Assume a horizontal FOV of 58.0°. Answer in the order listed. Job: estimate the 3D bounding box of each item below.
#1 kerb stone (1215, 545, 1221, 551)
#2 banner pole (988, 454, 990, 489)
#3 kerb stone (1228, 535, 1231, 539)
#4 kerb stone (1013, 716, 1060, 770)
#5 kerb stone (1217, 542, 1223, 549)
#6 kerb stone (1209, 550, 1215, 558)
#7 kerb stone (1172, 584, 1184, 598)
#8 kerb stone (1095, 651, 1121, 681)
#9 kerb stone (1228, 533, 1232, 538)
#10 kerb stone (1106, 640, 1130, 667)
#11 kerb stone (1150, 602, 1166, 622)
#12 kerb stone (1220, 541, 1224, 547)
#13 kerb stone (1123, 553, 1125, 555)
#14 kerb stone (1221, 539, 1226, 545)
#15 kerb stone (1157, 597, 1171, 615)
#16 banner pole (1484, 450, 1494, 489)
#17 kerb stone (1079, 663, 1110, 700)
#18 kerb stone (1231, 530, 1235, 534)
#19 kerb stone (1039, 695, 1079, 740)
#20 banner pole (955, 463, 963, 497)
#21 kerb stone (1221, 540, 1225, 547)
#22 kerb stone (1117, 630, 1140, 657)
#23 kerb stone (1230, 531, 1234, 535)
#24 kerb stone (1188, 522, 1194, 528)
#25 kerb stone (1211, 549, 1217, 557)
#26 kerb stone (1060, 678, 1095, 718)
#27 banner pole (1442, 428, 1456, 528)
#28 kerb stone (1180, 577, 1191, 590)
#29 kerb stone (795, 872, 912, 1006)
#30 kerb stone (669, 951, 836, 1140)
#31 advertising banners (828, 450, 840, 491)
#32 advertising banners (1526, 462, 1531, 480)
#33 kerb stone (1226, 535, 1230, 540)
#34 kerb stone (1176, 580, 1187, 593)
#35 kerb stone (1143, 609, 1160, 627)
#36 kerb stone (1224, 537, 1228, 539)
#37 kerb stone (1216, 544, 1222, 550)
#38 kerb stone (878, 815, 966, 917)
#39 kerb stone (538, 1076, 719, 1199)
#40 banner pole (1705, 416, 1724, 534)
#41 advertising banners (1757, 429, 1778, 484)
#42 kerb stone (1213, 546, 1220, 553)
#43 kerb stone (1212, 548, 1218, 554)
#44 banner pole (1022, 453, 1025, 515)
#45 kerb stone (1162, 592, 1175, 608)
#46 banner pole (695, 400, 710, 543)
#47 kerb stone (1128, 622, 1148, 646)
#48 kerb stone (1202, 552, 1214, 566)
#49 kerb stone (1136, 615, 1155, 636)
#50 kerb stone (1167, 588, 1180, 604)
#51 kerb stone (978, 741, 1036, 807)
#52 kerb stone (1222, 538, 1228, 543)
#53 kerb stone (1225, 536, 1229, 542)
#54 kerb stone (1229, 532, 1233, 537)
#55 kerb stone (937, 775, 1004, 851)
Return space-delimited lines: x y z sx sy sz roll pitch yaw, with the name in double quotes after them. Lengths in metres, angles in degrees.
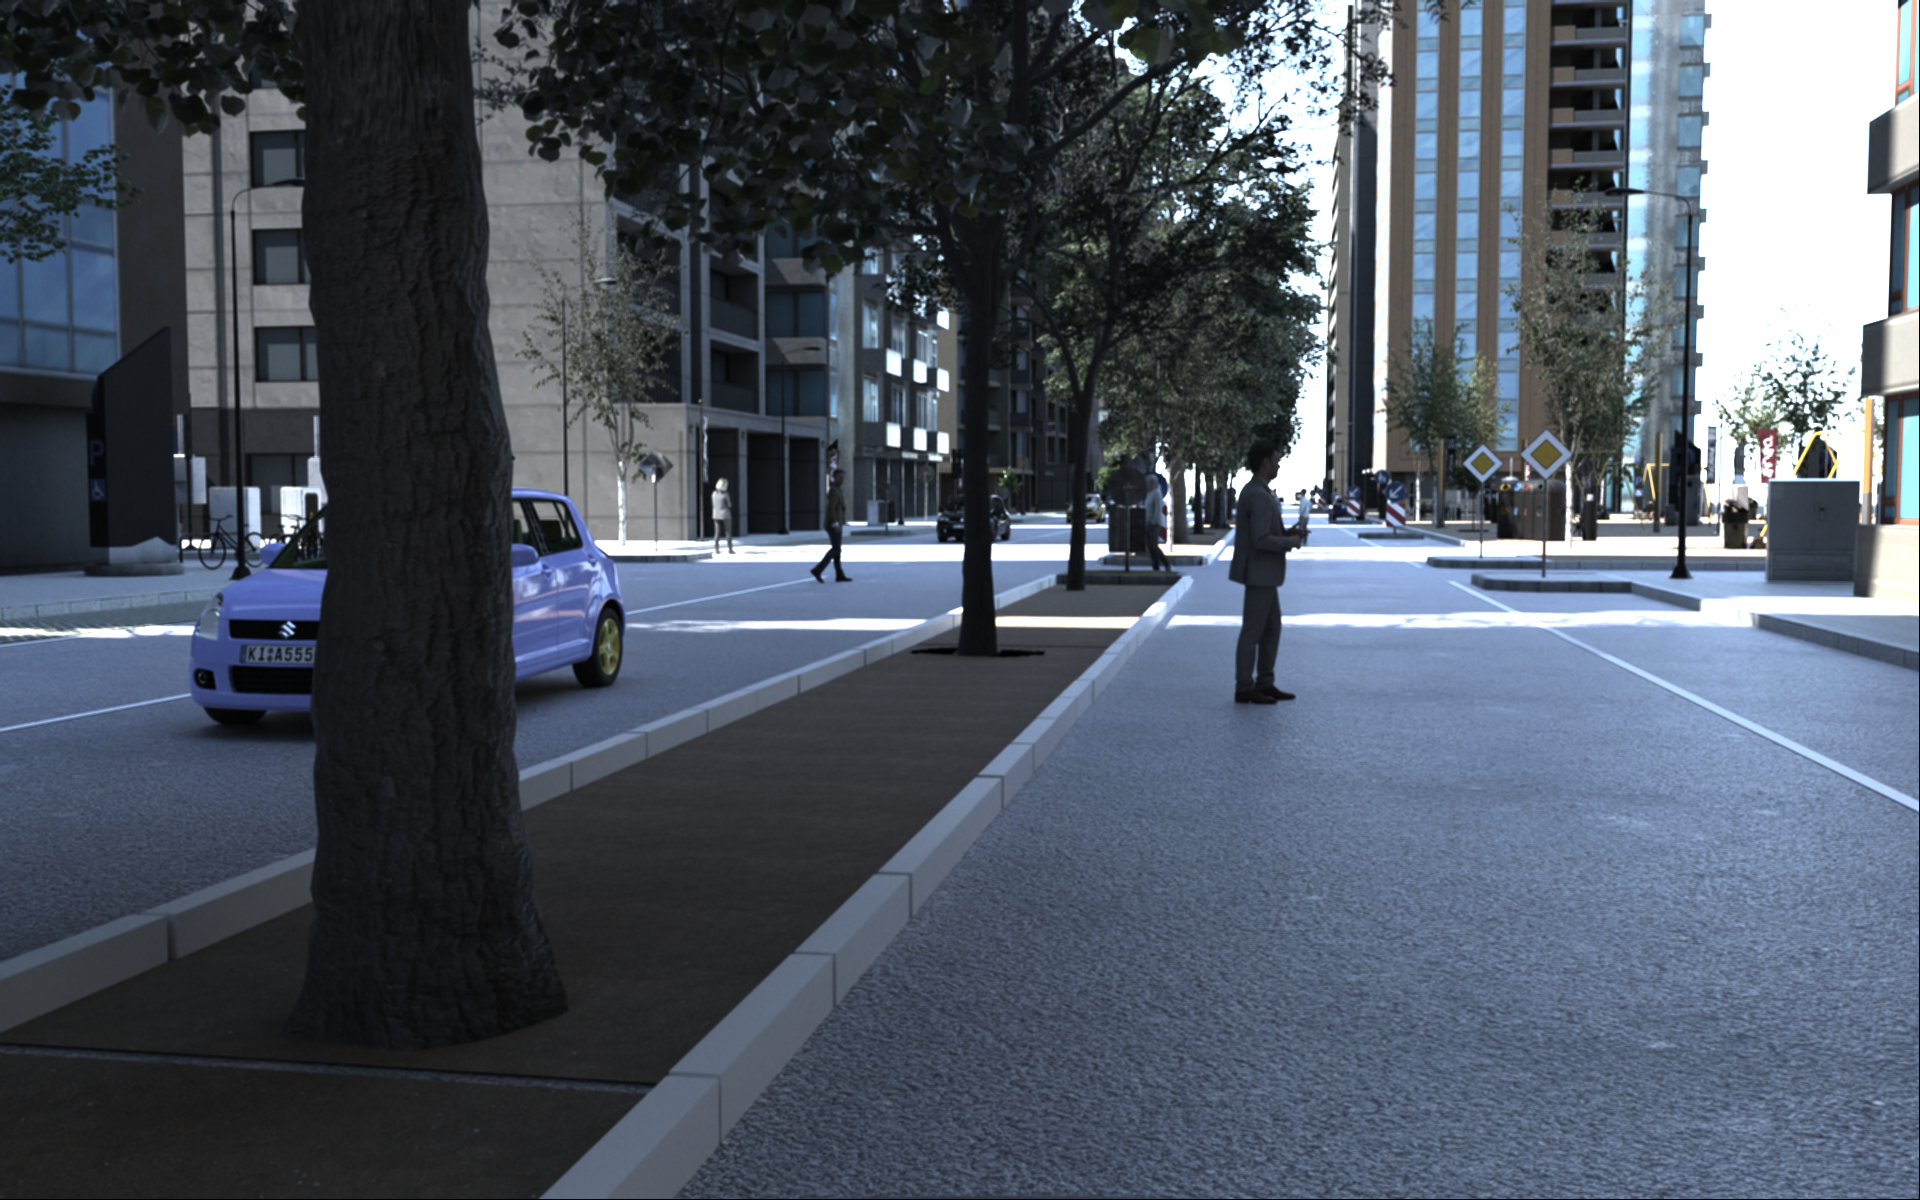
6.077 -1.163 41.264 0.120 0.150 1.000 1 4 10 "kerb stone"
1.300 -6.477 95.921 0.863 3.779 0.401 -3 4 -37 "banner pole"
7.876 -1.778 51.343 0.120 0.150 1.000 1 4 10 "kerb stone"
0.410 0.782 9.413 0.120 0.150 1.000 1 4 10 "kerb stone"
6.439 -1.285 43.277 0.120 0.150 1.000 1 4 10 "kerb stone"
5.359 -0.919 37.214 0.120 0.150 1.000 1 4 10 "kerb stone"
2.926 -0.084 23.562 0.120 0.150 1.000 1 4 10 "kerb stone"
1.130 0.538 13.462 0.120 0.150 1.000 1 4 10 "kerb stone"
8.237 -1.906 53.355 0.120 0.150 1.000 1 4 10 "kerb stone"
1.302 0.473 14.474 0.120 0.150 1.000 1 4 10 "kerb stone"
2.207 0.163 19.526 0.120 0.150 1.000 1 4 10 "kerb stone"
6.619 -1.351 44.293 0.120 0.150 1.000 1 4 10 "kerb stone"
3.651 -1.062 39.615 0.120 0.150 1.000 1 4 10 "kerb stone"
6.977 -1.475 46.306 0.120 0.150 1.000 1 4 10 "kerb stone"
2.388 0.102 20.532 0.120 0.150 1.000 1 4 10 "kerb stone"
29.879 -6.606 98.020 0.863 3.779 0.401 2 4 30 "banner pole"
0.953 0.596 12.454 0.120 0.150 1.000 1 4 10 "kerb stone"
8.948 -2.153 57.390 0.120 0.150 1.000 1 4 10 "kerb stone"
0.586 0.720 10.431 0.120 0.150 1.000 1 4 10 "kerb stone"
-0.088 -7.480 112.309 0.863 3.779 0.401 -3 5 -43 "banner pole"
6.798 -1.410 45.300 0.120 0.150 1.000 1 4 10 "kerb stone"
1.486 0.410 15.492 0.120 0.150 1.000 1 4 10 "kerb stone"
8.594 -2.025 55.377 0.120 0.150 1.000 1 4 10 "kerb stone"
10.308 -3.347 76.966 0.120 0.150 1.000 1 4 10 "kerb stone"
5.539 -0.981 38.229 0.120 0.150 1.000 1 4 10 "kerb stone"
0.766 0.658 11.438 0.120 0.150 1.000 1 4 10 "kerb stone"
18.487 -4.621 65.576 0.401 3.779 0.863 -1 4 -22 "banner pole"
3.291 -0.208 25.592 0.120 0.150 1.000 1 4 10 "kerb stone"
-0.318 1.031 5.345 0.120 0.150 1.000 1 4 10 "kerb stone"
-0.500 1.093 4.334 0.120 0.150 1.000 1 4 10 "kerb stone"
-5.709 -4.455 69.032 2.074 3.025 0.090 -2 4 -28 "advertising banners"
30.658 -5.830 91.509 2.074 3.025 0.090 3 4 37 "advertising banners"
7.687 -1.721 50.338 0.120 0.150 1.000 1 4 10 "kerb stone"
3.105 -0.143 24.584 0.120 0.150 1.000 1 4 10 "kerb stone"
2.025 0.227 18.520 0.120 0.150 1.000 1 4 10 "kerb stone"
7.341 -1.596 48.321 0.120 0.150 1.000 1 4 10 "kerb stone"
6.258 -1.228 42.270 0.120 0.150 1.000 1 4 10 "kerb stone"
-0.133 0.968 6.370 0.120 0.150 1.000 1 4 10 "kerb stone"
-0.677 1.156 3.327 0.120 0.150 1.000 1 4 10 "kerb stone"
24.274 -4.017 55.702 0.863 3.779 0.401 -2 4 -25 "banner pole"
22.317 -3.056 46.155 2.074 3.025 0.090 2 4 30 "advertising banners"
5.903 -1.103 40.257 0.120 0.150 1.000 1 4 10 "kerb stone"
5.725 -1.042 39.248 0.120 0.150 1.000 1 4 10 "kerb stone"
3.856 -7.060 105.452 0.401 3.779 0.863 0 4 -8 "banner pole"
2.560 0.042 21.541 0.120 0.150 1.000 1 4 10 "kerb stone"
-6.827 -3.434 46.169 0.401 3.779 0.863 0 4 7 "banner pole"
1.669 0.348 16.504 0.120 0.150 1.000 1 4 10 "kerb stone"
5.180 -0.857 36.204 0.120 0.150 1.000 1 4 10 "kerb stone"
1.848 0.287 17.510 0.120 0.150 1.000 1 4 10 "kerb stone"
2.739 -0.022 22.550 0.120 0.150 1.000 1 4 10 "kerb stone"
0.228 0.844 8.398 0.120 0.150 1.000 1 4 10 "kerb stone"
7.166 -1.535 47.314 0.120 0.150 1.000 1 4 10 "kerb stone"
7.517 -1.658 49.331 0.120 0.150 1.000 1 4 10 "kerb stone"
8.413 -1.962 54.367 0.120 0.150 1.000 1 4 10 "kerb stone"
0.042 0.912 7.377 0.120 0.150 1.000 1 4 10 "kerb stone"
